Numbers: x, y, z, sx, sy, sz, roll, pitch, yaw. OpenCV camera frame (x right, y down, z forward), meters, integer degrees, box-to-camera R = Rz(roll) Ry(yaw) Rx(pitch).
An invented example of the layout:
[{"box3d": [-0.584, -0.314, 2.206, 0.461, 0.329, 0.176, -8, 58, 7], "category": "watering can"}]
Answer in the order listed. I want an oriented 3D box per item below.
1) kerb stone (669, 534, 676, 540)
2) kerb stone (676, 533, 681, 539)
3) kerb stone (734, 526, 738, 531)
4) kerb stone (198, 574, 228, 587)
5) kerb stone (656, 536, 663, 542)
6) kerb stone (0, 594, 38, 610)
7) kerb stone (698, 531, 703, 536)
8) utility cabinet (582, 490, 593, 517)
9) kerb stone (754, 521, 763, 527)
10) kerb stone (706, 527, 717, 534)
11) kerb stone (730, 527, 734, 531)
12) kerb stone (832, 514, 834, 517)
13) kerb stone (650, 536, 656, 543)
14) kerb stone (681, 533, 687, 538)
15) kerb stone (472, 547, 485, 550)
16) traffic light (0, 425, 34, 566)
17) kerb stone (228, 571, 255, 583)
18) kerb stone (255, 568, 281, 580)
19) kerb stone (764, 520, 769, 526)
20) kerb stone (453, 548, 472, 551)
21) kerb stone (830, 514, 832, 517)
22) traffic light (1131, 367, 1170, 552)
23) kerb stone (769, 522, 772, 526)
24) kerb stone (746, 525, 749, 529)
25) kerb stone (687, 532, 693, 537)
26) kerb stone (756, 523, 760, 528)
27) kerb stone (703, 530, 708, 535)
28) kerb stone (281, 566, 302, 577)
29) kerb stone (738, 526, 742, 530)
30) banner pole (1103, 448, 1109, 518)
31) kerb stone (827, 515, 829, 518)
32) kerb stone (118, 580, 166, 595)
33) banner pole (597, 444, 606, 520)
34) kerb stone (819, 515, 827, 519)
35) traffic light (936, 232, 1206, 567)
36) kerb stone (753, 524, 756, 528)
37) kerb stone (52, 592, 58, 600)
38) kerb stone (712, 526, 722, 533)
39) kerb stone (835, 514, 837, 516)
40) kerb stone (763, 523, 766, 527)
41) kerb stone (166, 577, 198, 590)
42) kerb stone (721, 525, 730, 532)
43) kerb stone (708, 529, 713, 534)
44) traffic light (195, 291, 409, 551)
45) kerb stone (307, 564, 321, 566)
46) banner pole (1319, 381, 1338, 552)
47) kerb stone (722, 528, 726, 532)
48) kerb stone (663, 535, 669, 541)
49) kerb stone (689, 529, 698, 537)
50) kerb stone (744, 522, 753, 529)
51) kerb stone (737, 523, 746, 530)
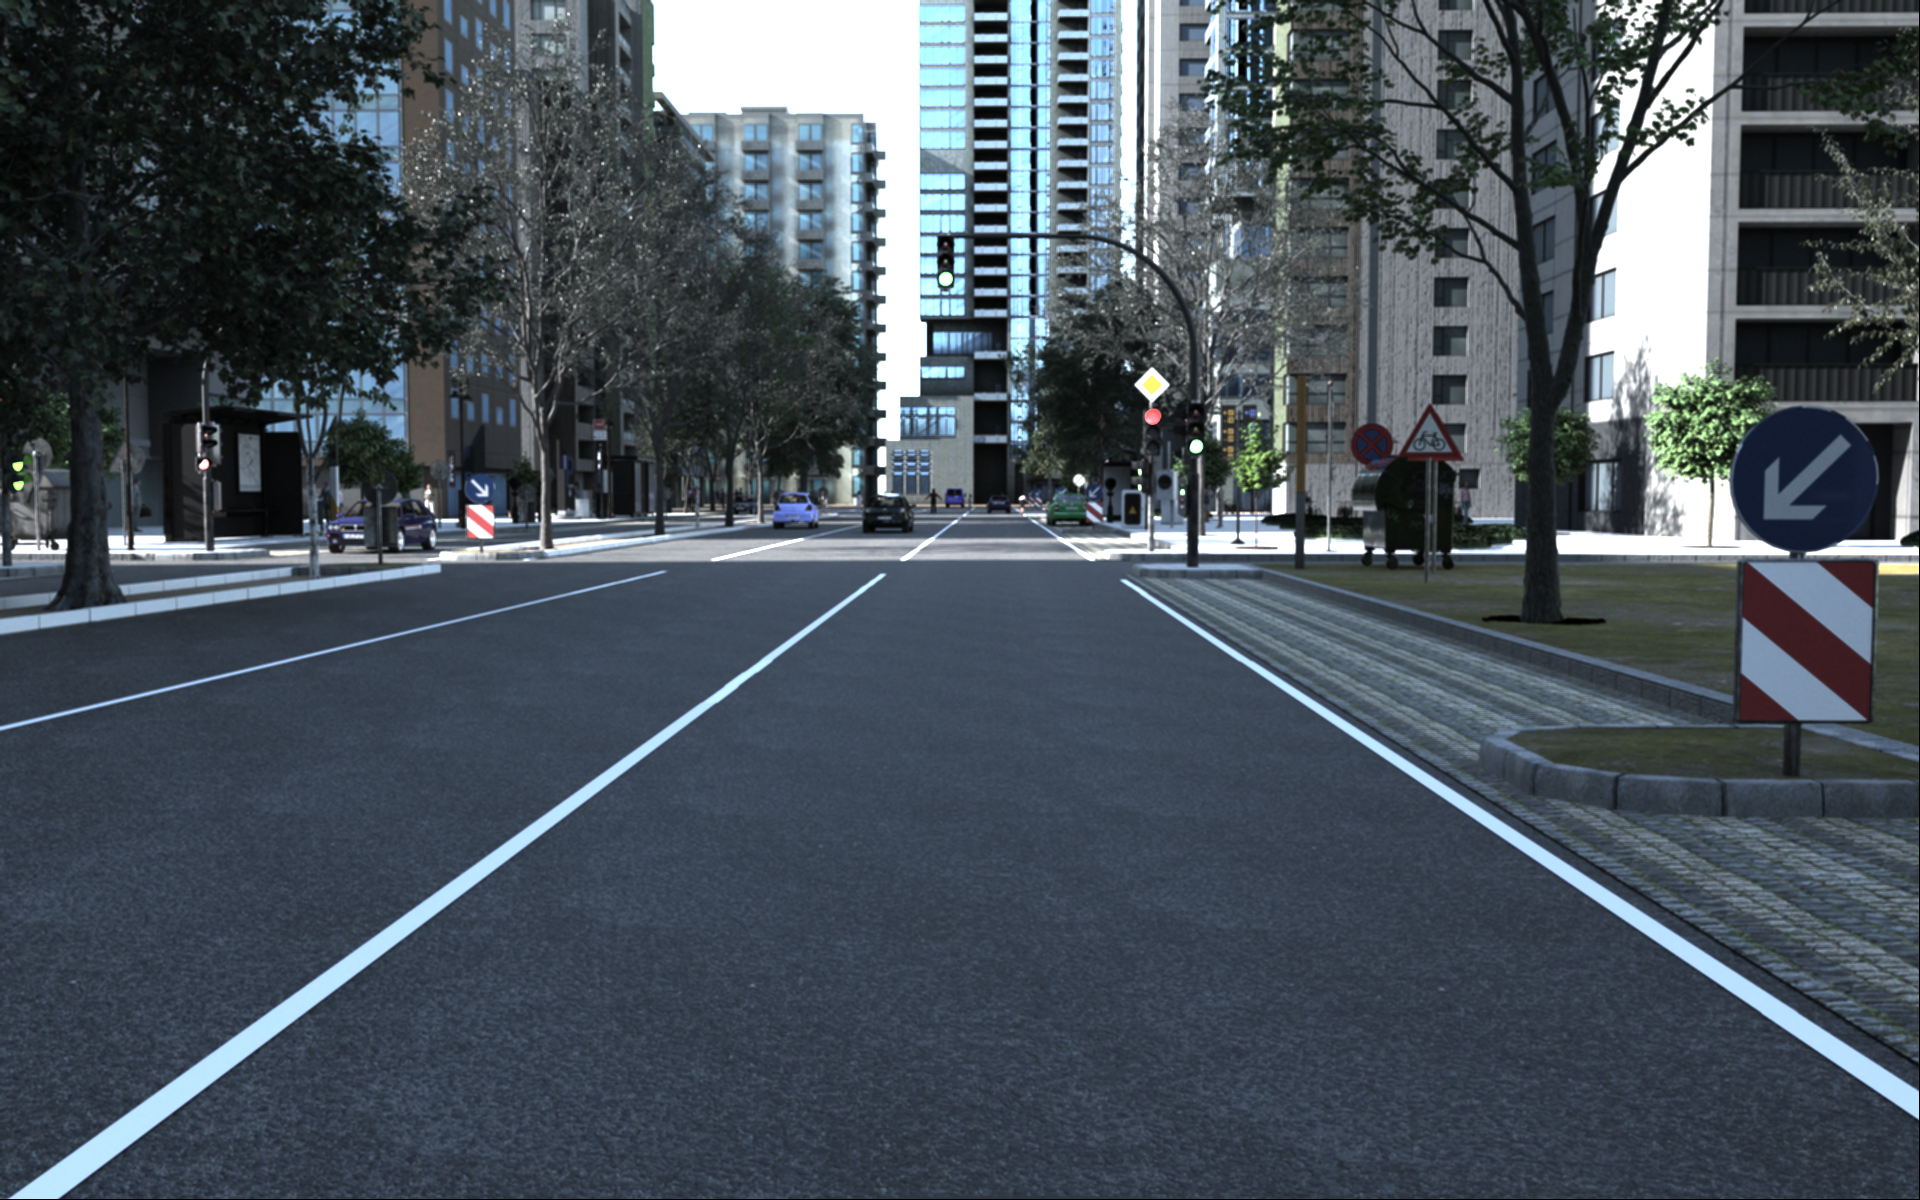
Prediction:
[{"box3d": [-9.121, -1.954, 54.147, 0.120, 0.150, 1.000, 0, 4, 1], "category": "kerb stone"}, {"box3d": [-9.106, -2.011, 55.170, 0.120, 0.150, 1.000, 0, 4, 1], "category": "kerb stone"}, {"box3d": [-8.865, -2.762, 67.457, 0.120, 0.150, 1.000, 0, 4, 1], "category": "kerb stone"}, {"box3d": [-11.738, -0.294, 27.002, 0.120, 0.150, 1.000, 0, 4, 1], "category": "kerb stone"}, {"box3d": [-9.161, -1.829, 52.098, 0.120, 0.150, 1.000, 0, 4, 1], "category": "kerb stone"}, {"box3d": [-11.840, 0.023, 21.886, 0.120, 0.150, 1.000, 0, 4, 1], "category": "kerb stone"}, {"box3d": [-9.026, -2.265, 59.267, 0.120, 0.150, 1.000, 0, 4, 1], "category": "kerb stone"}, {"box3d": [-20.445, -5.281, 95.025, 0.318, 1.500, 1.173, 0, 4, 1], "category": "utility cabinet"}, {"box3d": [-8.743, -3.208, 74.649, 0.120, 0.150, 1.000, 0, 4, 1], "category": "kerb stone"}, {"box3d": [-8.967, -2.455, 62.340, 0.120, 0.150, 1.000, 0, 4, 1], "category": "kerb stone"}, {"box3d": [-8.891, -2.706, 66.434, 0.120, 0.150, 1.000, 0, 4, 1], "category": "kerb stone"}, {"box3d": [-8.109, -5.214, 107.465, 0.120, 0.150, 1.000, 0, 4, 1], "category": "kerb stone"}, {"box3d": [-9.186, -1.760, 51.070, 0.120, 0.150, 1.000, 0, 4, 1], "category": "kerb stone"}, {"box3d": [-9.085, -2.079, 56.194, 0.120, 0.150, 1.000, 0, 4, 1], "category": "kerb stone"}, {"box3d": [-11.481, -1.143, 40.879, 0.120, 0.150, 1.000, 0, 4, 1], "category": "kerb stone"}, {"box3d": [-16.987, -2.561, 30.790, 0.839, 4.253, 0.868, 0, 4, 1], "category": "traffic light"}, {"box3d": [-11.720, -0.357, 28.025, 0.120, 0.150, 1.000, 0, 4, 1], "category": "kerb stone"}, {"box3d": [-11.702, -0.417, 29.049, 0.120, 0.150, 1.000, 0, 4, 1], "category": "kerb stone"}, {"box3d": [-8.691, -3.333, 76.693, 0.120, 0.150, 1.000, 0, 4, 1], "category": "kerb stone"}, {"box3d": [-11.497, -1.075, 39.853, 0.120, 0.150, 1.000, 0, 4, 1], "category": "kerb stone"}, {"box3d": [-8.124, -5.152, 106.443, 0.120, 0.150, 1.000, 0, 4, 1], "category": "kerb stone"}, {"box3d": [4.222, -3.026, 38.391, 0.839, 4.253, 0.868, 0, 4, 1], "category": "traffic light"}, {"box3d": [-8.674, -3.396, 77.725, 0.120, 0.150, 1.000, 0, 4, 1], "category": "kerb stone"}, {"box3d": [-8.812, -2.956, 70.533, 0.120, 0.150, 1.000, 0, 4, 1], "category": "kerb stone"}, {"box3d": [-9.066, -2.139, 57.219, 0.120, 0.150, 1.000, 0, 4, 1], "category": "kerb stone"}, {"box3d": [-8.750, -3.143, 73.618, 0.120, 0.150, 1.000, 0, 4, 1], "category": "kerb stone"}, {"box3d": [-9.003, -2.325, 60.290, 0.120, 0.150, 1.000, 0, 4, 1], "category": "kerb stone"}, {"box3d": [-11.683, -0.482, 30.073, 0.120, 0.150, 1.000, 0, 4, 1], "category": "kerb stone"}, {"box3d": [-8.852, -2.827, 68.482, 0.120, 0.150, 1.000, 0, 4, 1], "category": "kerb stone"}, {"box3d": [7.764, -6.287, 92.807, 0.401, 3.779, 0.863, -2, 4, -24], "category": "banner pole"}, {"box3d": [-8.173, -5.027, 104.393, 0.120, 0.150, 1.000, 0, 4, 1], "category": "kerb stone"}, {"box3d": [-11.780, -0.166, 24.959, 0.120, 0.150, 1.000, 0, 4, 1], "category": "kerb stone"}, {"box3d": [-18.076, -5.932, 87.008, 0.401, 3.779, 0.863, -2, 4, -28], "category": "banner pole"}, {"box3d": [-8.193, -4.955, 103.363, 0.120, 0.150, 1.000, 0, 4, 1], "category": "kerb stone"}, {"box3d": [1.978, -3.403, 30.305, 4.771, 5.953, 1.251, 0, 4, 1], "category": "traffic light"}, {"box3d": [-8.771, -3.079, 72.596, 0.120, 0.150, 1.000, 0, 4, 1], "category": "kerb stone"}, {"box3d": [-11.822, -0.037, 22.908, 0.120, 0.150, 1.000, 0, 4, 1], "category": "kerb stone"}, {"box3d": [-8.945, -2.518, 63.362, 0.120, 0.150, 1.000, 0, 4, 1], "category": "kerb stone"}, {"box3d": [-8.065, -5.341, 109.516, 0.120, 0.150, 1.000, 0, 4, 1], "category": "kerb stone"}, {"box3d": [-8.713, -3.268, 75.671, 0.120, 0.150, 1.000, 0, 4, 1], "category": "kerb stone"}, {"box3d": [-11.759, -0.231, 25.980, 0.120, 0.150, 1.000, 0, 4, 1], "category": "kerb stone"}, {"box3d": [-8.904, -2.643, 65.406, 0.120, 0.150, 1.000, 0, 4, 1], "category": "kerb stone"}, {"box3d": [-8.986, -2.391, 61.312, 0.120, 0.150, 1.000, 0, 4, 1], "category": "kerb stone"}, {"box3d": [-14.742, -3.921, 38.769, 4.771, 5.953, 1.251, 0, 4, 1], "category": "traffic light"}, {"box3d": [-11.662, -0.544, 31.094, 0.120, 0.150, 1.000, 0, 4, 1], "category": "kerb stone"}, {"box3d": [8.247, -2.966, 38.513, 0.401, 3.779, 0.863, 1, 4, 18], "category": "banner pole"}, {"box3d": [-8.932, -2.580, 64.385, 0.120, 0.150, 1.000, 0, 4, 1], "category": "kerb stone"}, {"box3d": [-9.150, -1.892, 53.122, 0.120, 0.150, 1.000, 0, 4, 1], "category": "kerb stone"}, {"box3d": [-9.047, -2.205, 58.241, 0.120, 0.150, 1.000, 0, 4, 1], "category": "kerb stone"}, {"box3d": [-8.795, -3.019, 71.555, 0.120, 0.150, 1.000, 0, 4, 1], "category": "kerb stone"}, {"box3d": [-8.830, -2.894, 69.511, 0.120, 0.150, 1.000, 0, 4, 1], "category": "kerb stone"}]
